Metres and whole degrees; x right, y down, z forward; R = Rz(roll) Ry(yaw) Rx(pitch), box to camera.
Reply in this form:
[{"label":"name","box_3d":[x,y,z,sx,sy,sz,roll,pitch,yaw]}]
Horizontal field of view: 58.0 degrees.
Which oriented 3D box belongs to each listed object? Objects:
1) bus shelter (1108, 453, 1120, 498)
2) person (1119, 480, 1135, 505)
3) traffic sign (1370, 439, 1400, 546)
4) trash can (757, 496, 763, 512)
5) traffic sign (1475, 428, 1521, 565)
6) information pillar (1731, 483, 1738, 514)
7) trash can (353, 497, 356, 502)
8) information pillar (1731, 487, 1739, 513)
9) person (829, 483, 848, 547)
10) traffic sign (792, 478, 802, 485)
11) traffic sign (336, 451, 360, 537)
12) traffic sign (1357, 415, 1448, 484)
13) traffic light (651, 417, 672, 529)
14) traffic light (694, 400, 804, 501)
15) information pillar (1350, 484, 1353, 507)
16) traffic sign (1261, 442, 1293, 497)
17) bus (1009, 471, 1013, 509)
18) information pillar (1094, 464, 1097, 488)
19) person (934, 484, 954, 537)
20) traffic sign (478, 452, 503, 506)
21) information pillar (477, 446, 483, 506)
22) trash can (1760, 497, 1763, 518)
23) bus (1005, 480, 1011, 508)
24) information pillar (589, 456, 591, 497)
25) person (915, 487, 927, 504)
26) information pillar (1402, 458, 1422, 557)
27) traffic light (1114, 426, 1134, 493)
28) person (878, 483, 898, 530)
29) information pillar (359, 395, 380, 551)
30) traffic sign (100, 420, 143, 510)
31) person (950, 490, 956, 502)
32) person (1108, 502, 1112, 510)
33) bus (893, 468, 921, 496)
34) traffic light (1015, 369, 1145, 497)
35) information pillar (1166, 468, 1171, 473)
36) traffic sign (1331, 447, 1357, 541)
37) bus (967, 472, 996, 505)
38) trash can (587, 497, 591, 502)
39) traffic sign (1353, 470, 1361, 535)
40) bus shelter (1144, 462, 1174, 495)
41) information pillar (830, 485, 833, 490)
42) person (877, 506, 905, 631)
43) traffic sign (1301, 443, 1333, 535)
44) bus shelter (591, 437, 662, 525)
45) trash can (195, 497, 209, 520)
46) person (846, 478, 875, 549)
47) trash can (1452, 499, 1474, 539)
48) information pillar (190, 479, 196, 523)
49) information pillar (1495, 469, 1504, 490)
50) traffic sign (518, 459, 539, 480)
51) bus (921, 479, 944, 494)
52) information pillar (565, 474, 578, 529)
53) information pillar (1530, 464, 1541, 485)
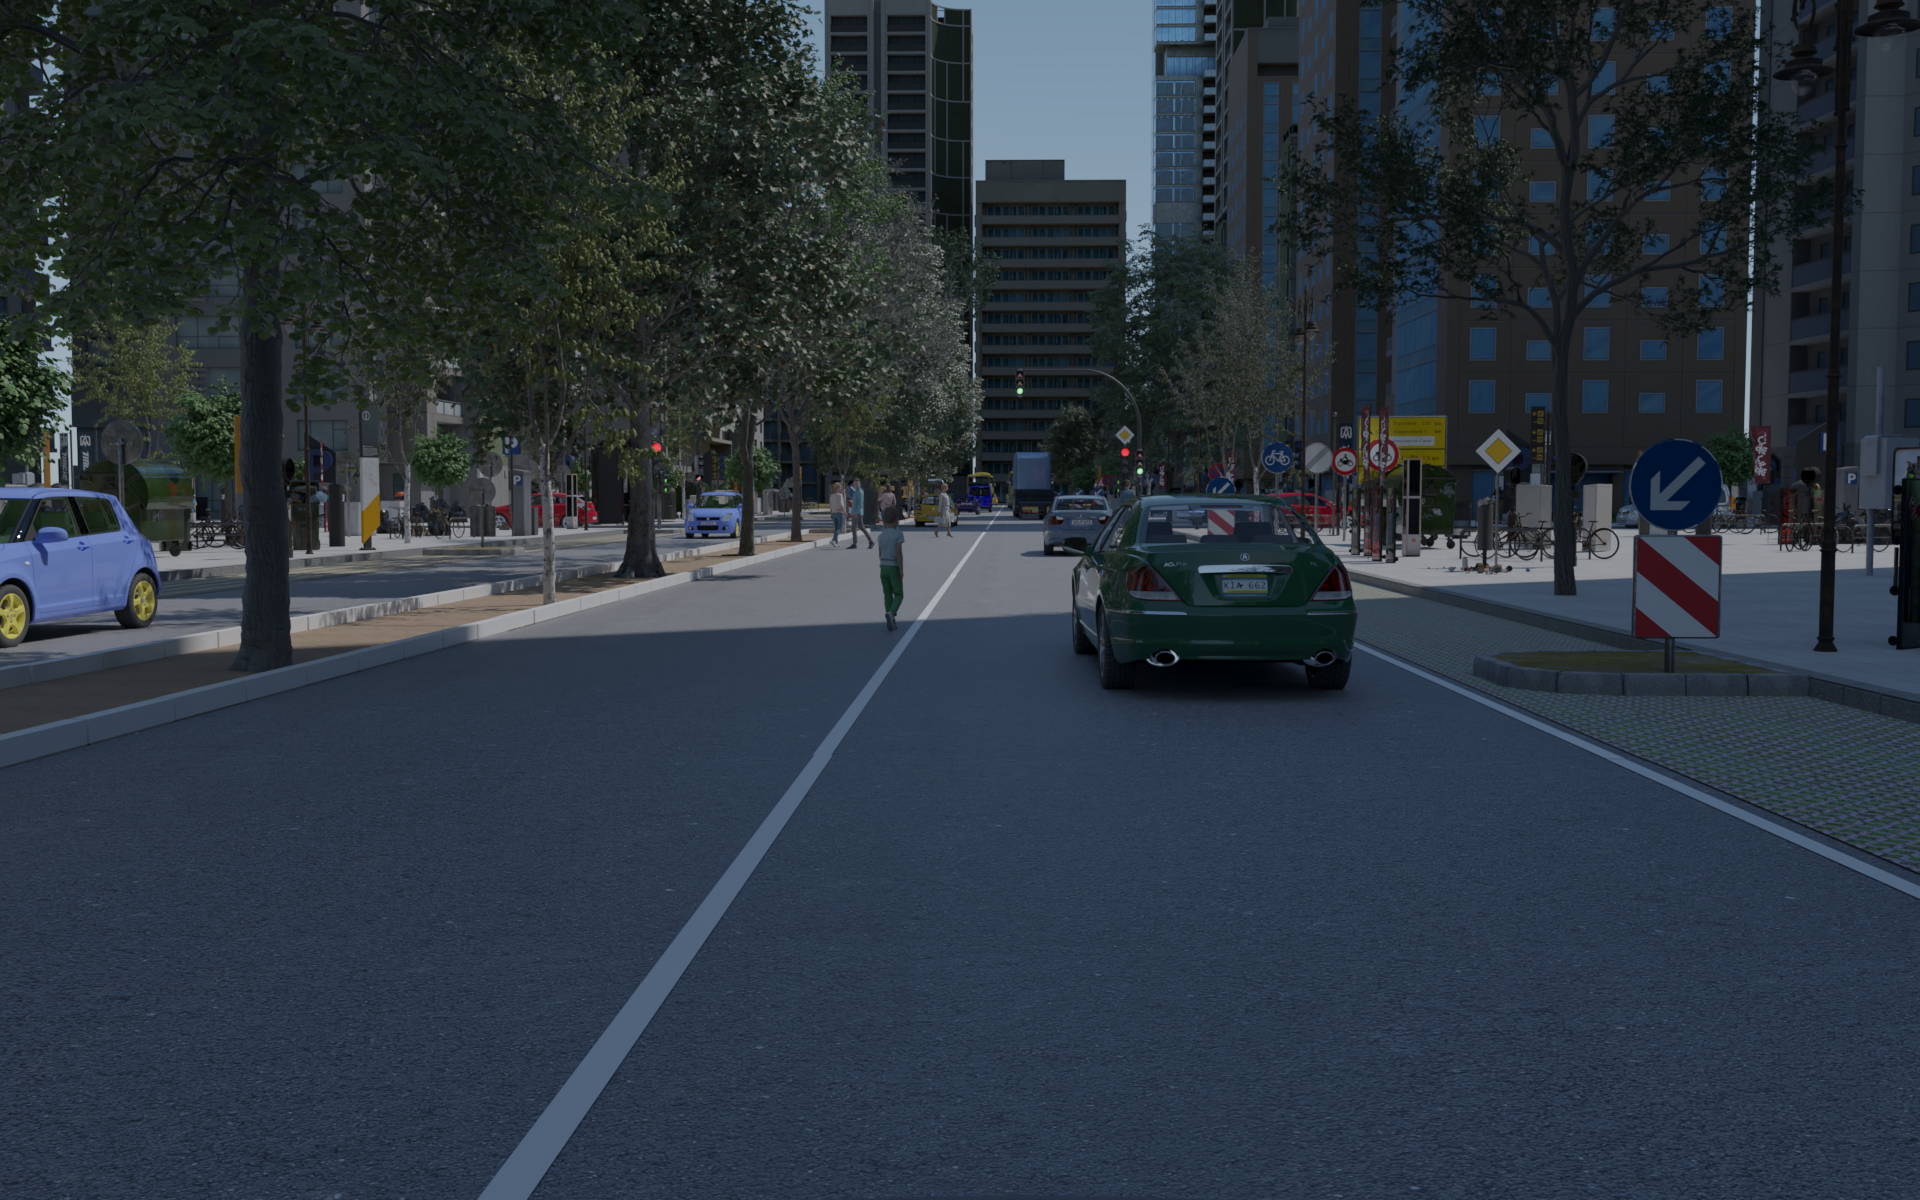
[{"label":"bus shelter","box_3d":[12.764,-9.957,140.430,2.179,5.291,8.768,0,4,2]},{"label":"person","box_3d":[4.565,-2.365,47.184,0.581,1.822,0.654,-1,4,-9]},{"label":"traffic sign","box_3d":[9.606,-2.408,39.470,0.768,2.556,0.104,0,4,6]},{"label":"trash can","box_3d":[-13.969,-6.761,122.202,0.748,1.137,0.748,0,3,0]},{"label":"traffic sign","box_3d":[9.472,-1.796,30.544,0.795,2.450,0.064,0,4,6]},{"label":"information pillar","box_3d":[49.650,-7.322,111.076,0.504,3.616,0.183,0,4,-4]},{"label":"trash can","box_3d":[-28.069,-4.141,79.366,0.748,1.137,0.748,0,3,0]},{"label":"information pillar","box_3d":[50.545,-6.633,112.942,0.304,2.012,0.304,-1,4,-11]},{"label":"person","box_3d":[-3.307,-2.285,46.529,0.731,1.740,0.598,2,4,33]},{"label":"traffic sign","box_3d":[-11.739,-7.621,124.717,0.768,2.556,0.104,0,4,4]},{"label":"traffic sign","box_3d":[-18.288,-3.159,51.760,0.768,2.556,0.104,0,4,5]},{"label":"traffic sign","box_3d":[11.450,-3.123,44.941,2.265,3.308,0.079,1,4,9]},{"label":"traffic light","box_3d":[-11.019,-4.560,63.479,0.839,4.253,0.868,0,4,2]},{"label":"traffic light","box_3d":[-8.684,-5.918,71.433,4.771,5.953,1.251,0,4,2]},{"label":"information pillar","box_3d":[20.395,-6.011,89.640,0.504,3.616,0.183,-1,4,-17]},{"label":"traffic sign","box_3d":[7.751,-2.585,42.370,0.768,2.556,0.104,0,4,5]},{"label":"bus","box_3d":[6.062,-10.652,165.705,2.896,3.916,12.252,0,4,3]},{"label":"information pillar","box_3d":[10.761,-8.905,136.953,0.183,3.616,0.504,2,4,29]},{"label":"person","box_3d":[-0.535,-2.966,57.342,0.624,1.780,0.694,2,4,34]},{"label":"traffic sign","box_3d":[-14.109,-3.175,52.017,0.768,2.556,0.104,0,4,6]},{"label":"information pillar","box_3d":[-15.555,-3.961,56.120,0.183,3.616,0.504,0,4,-5]},{"label":"trash can","box_3d":[35.040,-3.874,74.994,0.748,1.137,0.748,0,3,0]},{"label":"bus","box_3d":[6.240,-11.395,181.165,2.948,3.499,13.247,0,4,0]},{"label":"information pillar","box_3d":[-22.513,-6.979,105.460,0.183,3.616,0.504,0,4,-4]},{"label":"person","box_3d":[-1.890,-4.691,85.559,0.716,1.782,0.532,0,4,1]},{"label":"information pillar","box_3d":[9.250,-1.894,35.455,0.304,2.012,0.304,0,4,-4]},{"label":"traffic light","box_3d":[6.726,-5.017,70.950,0.839,4.253,0.868,0,4,2]},{"label":"person","box_3d":[-2.104,-2.640,52.249,0.593,1.750,0.643,-3,5,-39]},{"label":"information pillar","box_3d":[-13.479,-2.944,39.494,0.183,3.616,0.504,2,4,30]},{"label":"traffic sign","box_3d":[-14.396,-1.812,29.738,0.768,2.556,0.104,0,4,5]},{"label":"person","box_3d":[-0.713,-9.704,167.238,0.705,1.814,1.350,1,4,18]},{"label":"person","box_3d":[4.246,-2.262,50.504,0.505,1.210,0.382,1,4,21]},{"label":"bus","box_3d":[-5.193,-10.148,157.468,2.896,3.916,12.252,0,4,3]},{"label":"traffic light","box_3d":[4.391,-5.396,62.890,4.771,5.953,1.251,0,4,2]},{"label":"information pillar","box_3d":[15.201,-8.305,127.144,0.504,3.616,0.183,-1,4,-14]},{"label":"traffic sign","box_3d":[10.458,-2.873,47.072,0.768,2.556,0.104,0,4,8]},{"label":"bus","box_3d":[2.379,-12.518,196.220,2.896,3.916,12.252,0,4,3]},{"label":"trash can","box_3d":[-20.332,-4.953,92.636,0.748,1.137,0.748,0,3,0]},{"label":"traffic sign","box_3d":[12.457,-3.291,53.917,0.768,2.556,0.104,0,4,3]},{"label":"bus shelter","box_3d":[12.936,-7.202,111.678,2.014,3.302,5.546,0,4,2]},{"label":"information pillar","box_3d":[-10.548,-8.449,142.627,0.304,2.012,0.304,-2,4,-28]},{"label":"person","box_3d":[-0.726,-0.330,18.148,0.306,1.304,0.590,1,4,9]},{"label":"traffic sign","box_3d":[8.872,-2.629,43.087,0.768,2.556,0.104,0,4,7]},{"label":"bus shelter","box_3d":[-14.322,-5.099,74.646,1.731,3.624,6.357,0,4,2]},{"label":"trash can","box_3d":[-37.253,-4.487,85.023,0.748,1.137,0.748,0,3,0]},{"label":"person","box_3d":[-2.597,-2.245,45.073,0.748,1.841,0.638,0,4,3]},{"label":"trash can","box_3d":[14.399,-2.337,49.859,0.748,1.137,0.748,0,3,0]},{"label":"information pillar","box_3d":[-33.811,-4.381,76.122,0.304,2.012,0.304,0,4,-7]},{"label":"information pillar","box_3d":[24.853,-5.403,79.694,0.183,3.616,0.504,-3,5,-42]},{"label":"traffic sign","box_3d":[-15.604,-3.824,62.632,0.768,2.556,0.104,0,4,5]},{"label":"bus","box_3d":[-3.205,-12.995,207.333,2.948,3.499,13.247,0,4,0]},{"label":"information pillar","box_3d":[-14.164,-3.589,63.170,0.304,2.012,0.304,2,4,23]},{"label":"information pillar","box_3d":[23.288,-4.819,70.145,0.504,3.616,0.183,-2,4,-26]}]
